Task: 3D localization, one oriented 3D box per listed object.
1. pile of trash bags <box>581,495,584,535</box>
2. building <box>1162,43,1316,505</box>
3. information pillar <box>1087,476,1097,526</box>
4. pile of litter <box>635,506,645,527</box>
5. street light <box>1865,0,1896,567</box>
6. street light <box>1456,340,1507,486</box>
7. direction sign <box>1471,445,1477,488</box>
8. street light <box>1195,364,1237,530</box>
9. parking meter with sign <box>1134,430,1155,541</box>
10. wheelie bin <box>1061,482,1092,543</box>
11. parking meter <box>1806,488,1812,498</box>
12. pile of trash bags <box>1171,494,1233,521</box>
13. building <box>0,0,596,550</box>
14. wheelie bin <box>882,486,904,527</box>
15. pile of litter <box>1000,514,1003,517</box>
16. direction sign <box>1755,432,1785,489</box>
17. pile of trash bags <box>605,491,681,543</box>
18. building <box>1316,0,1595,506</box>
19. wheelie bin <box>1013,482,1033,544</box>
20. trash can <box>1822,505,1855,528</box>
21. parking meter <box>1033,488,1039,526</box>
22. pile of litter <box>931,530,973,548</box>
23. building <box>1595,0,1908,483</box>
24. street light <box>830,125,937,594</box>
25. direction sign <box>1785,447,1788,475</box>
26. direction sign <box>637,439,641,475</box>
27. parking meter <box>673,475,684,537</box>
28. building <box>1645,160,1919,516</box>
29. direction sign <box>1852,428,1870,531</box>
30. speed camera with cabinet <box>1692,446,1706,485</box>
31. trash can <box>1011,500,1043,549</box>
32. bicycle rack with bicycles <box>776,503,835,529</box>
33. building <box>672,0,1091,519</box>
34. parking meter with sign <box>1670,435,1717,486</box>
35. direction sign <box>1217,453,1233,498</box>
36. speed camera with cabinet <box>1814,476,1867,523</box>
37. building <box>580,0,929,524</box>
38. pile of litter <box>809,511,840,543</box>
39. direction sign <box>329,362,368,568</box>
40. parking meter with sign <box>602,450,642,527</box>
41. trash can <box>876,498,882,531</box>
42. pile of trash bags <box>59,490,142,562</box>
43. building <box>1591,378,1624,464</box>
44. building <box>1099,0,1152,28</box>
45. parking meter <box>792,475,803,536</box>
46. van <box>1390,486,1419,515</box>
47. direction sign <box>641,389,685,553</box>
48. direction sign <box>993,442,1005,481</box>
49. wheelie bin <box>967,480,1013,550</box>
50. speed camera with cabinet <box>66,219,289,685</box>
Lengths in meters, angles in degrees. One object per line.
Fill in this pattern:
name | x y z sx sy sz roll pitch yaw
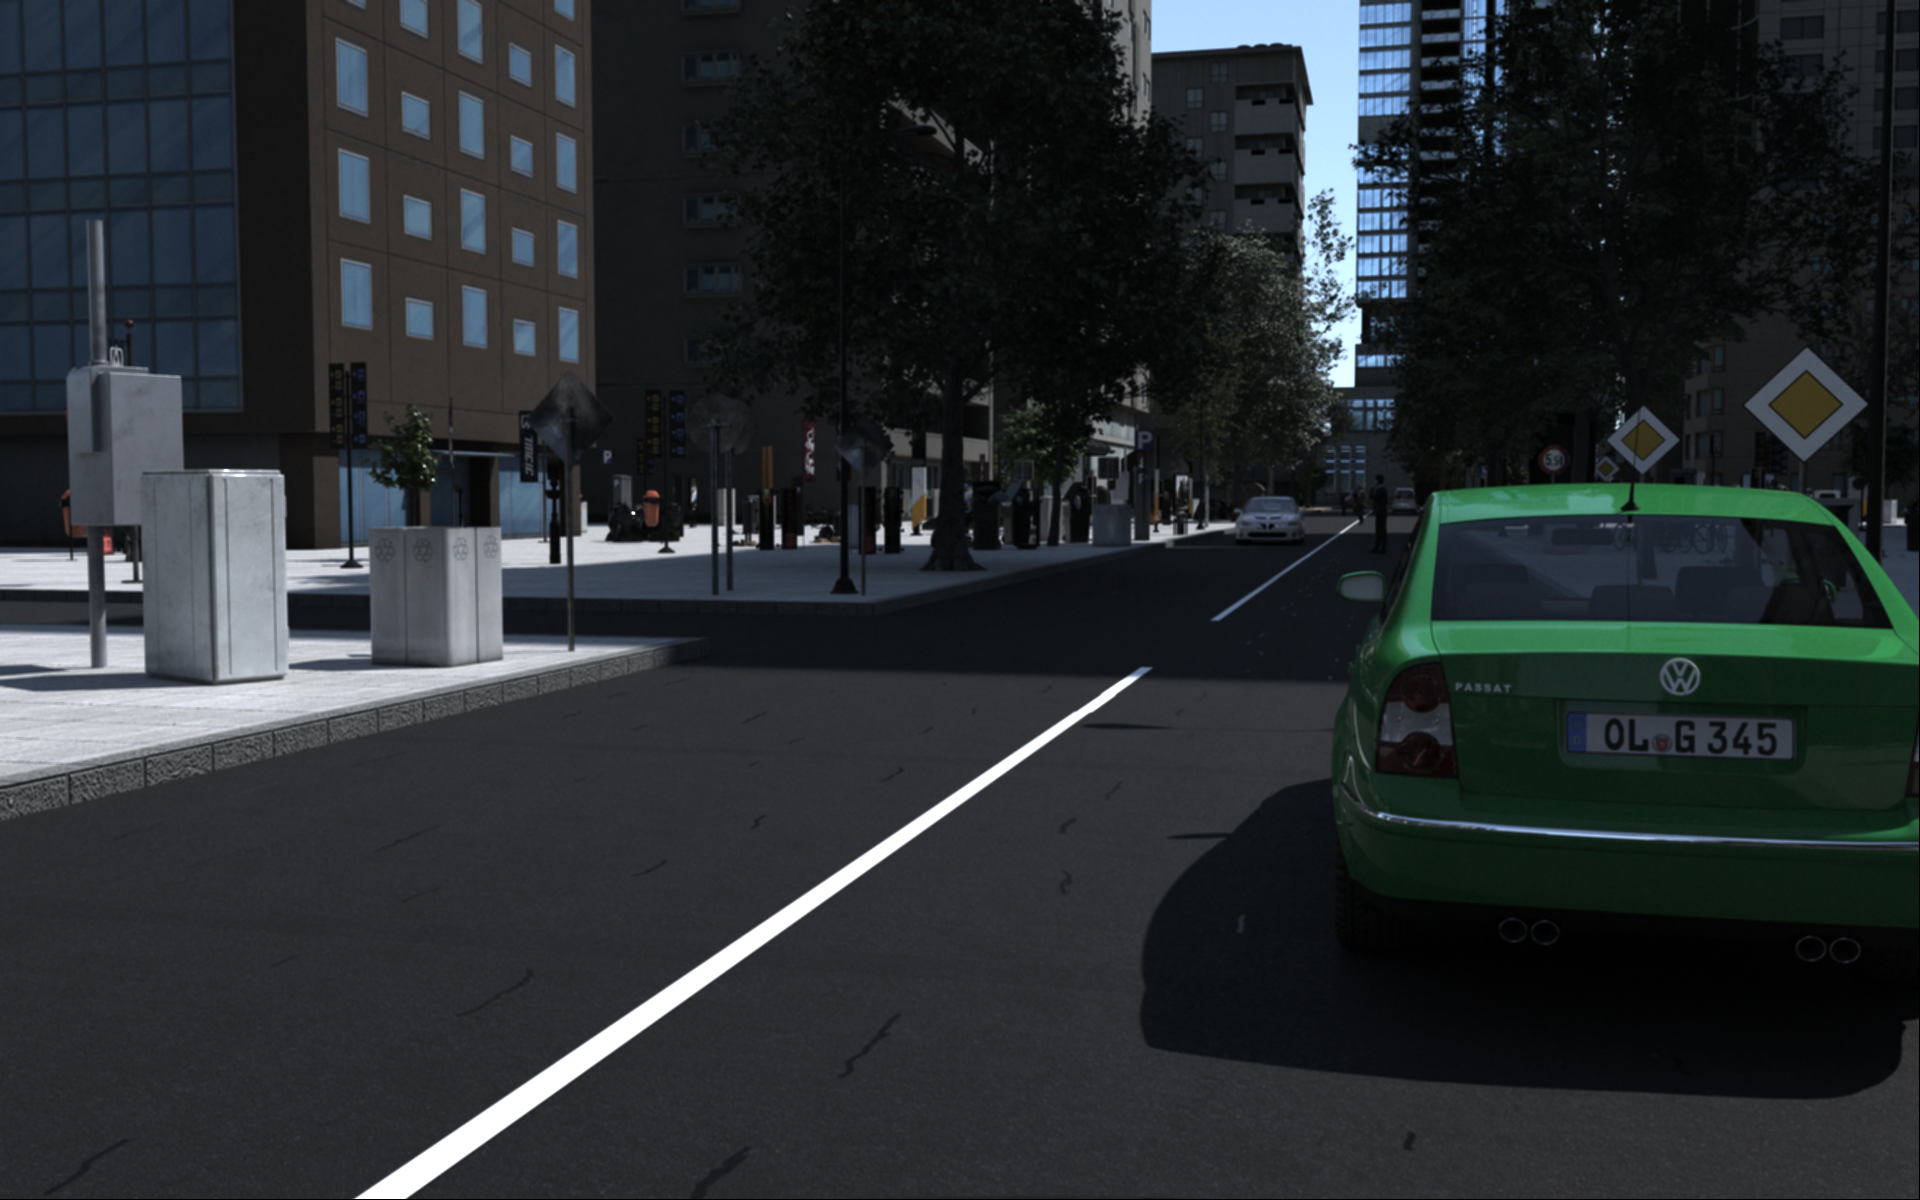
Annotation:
pile of trash bags | -13.233 -2.757 54.833 3.447 1.369 1.912 2 4 33
building | 29.330 -37.734 206.191 27.495 52.752 28.713 1 4 14
information pillar | 5.253 -3.958 69.199 0.304 2.012 0.304 2 4 34
pile of litter | -11.419 -3.032 63.541 1.176 0.858 1.719 1 4 18
street light | 5.691 -2.400 11.788 1.470 5.913 1.316 1 4 14
street light | 15.758 -4.853 51.892 1.470 5.913 1.316 1 4 14
direction sign | 23.626 -5.363 79.682 0.379 3.537 0.876 2 4 32
street light | 9.212 -5.487 62.247 1.470 5.913 1.316 1 4 14
parking meter with sign | 5.072 -3.169 48.066 0.543 3.016 1.738 0 4 3
wheelie bin | 3.080 -2.303 45.563 0.693 1.594 0.980 -1 4 -17
parking meter | 36.952 -4.106 75.544 0.372 1.533 0.369 0 3 0
pile of trash bags | 11.860 -4.540 83.986 3.447 1.369 1.912 -1 4 -9
building | -19.536 -24.245 46.510 14.600 45.320 14.200 1 4 14
wheelie bin | -2.581 -3.648 67.546 0.980 1.594 0.693 -3 5 -44
pile of litter | 2.153 -4.325 84.685 1.719 0.858 1.176 -1 4 -14
direction sign | 29.330 -4.338 62.916 0.876 3.537 0.379 2 4 32
pile of trash bags | -8.412 -2.239 46.363 1.912 1.369 3.447 -1 4 -17
building | 56.735 -53.918 194.238 31.000 86.520 22.319 1 4 14
wheelie bin | 1.464 -2.246 44.638 0.693 1.594 0.980 -2 4 -28
trash can | 11.436 -0.693 22.984 0.748 1.137 0.748 0 3 0
parking meter | 3.168 -3.808 70.669 0.372 1.533 0.369 0 3 0
pile of litter | -0.087 -1.701 41.775 1.176 0.858 1.719 2 4 34
building | 62.373 -42.644 135.473 20.563 71.187 20.611 1 4 14
street light | -0.971 -3.029 22.071 1.470 5.913 1.316 1 4 14
direction sign | 34.329 -4.947 72.877 0.876 3.537 0.379 2 4 33
direction sign | -12.953 -4.850 71.289 0.379 3.537 0.876 2 4 35
parking meter | -8.450 -2.830 51.987 0.255 1.863 0.399 -1 4 -16
building | 60.630 -16.304 111.604 27.650 21.520 28.899 1 4 14
direction sign | 30.975 -4.124 59.428 0.876 3.537 0.379 -1 4 -17
speed camera with cabinet | 29.918 -4.651 70.379 0.660 3.252 2.038 2 4 27
trash can | 1.564 -1.756 40.369 0.748 1.137 0.748 0 3 0
bicycle rack with bicycles | -6.385 -3.429 69.440 2.925 0.926 2.852 0 4 -4
building | -3.919 -29.785 110.683 21.300 48.544 21.600 1 4 14
parking meter with sign | 21.589 -3.392 51.715 1.738 3.016 0.543 2 4 33
direction sign | 13.653 -5.938 89.078 0.876 3.537 0.379 1 4 18
speed camera with cabinet | 38.933 -5.029 76.563 2.038 3.252 0.660 1 4 18
building | -11.105 -28.213 84.988 21.300 48.544 21.600 1 4 14
pile of litter | -3.100 -1.945 45.772 1.719 0.858 1.176 0 4 3
direction sign | -10.571 -2.324 29.989 0.876 3.537 0.379 2 4 28
parking meter with sign | -13.420 -4.449 68.999 0.543 3.016 1.738 2 4 32
trash can | -3.055 -2.932 59.589 0.748 1.137 0.748 0 3 0
pile of trash bags | -15.707 -1.453 33.501 3.447 1.369 1.912 0 4 3
building | 86.951 -53.494 187.294 31.000 86.520 22.319 1 4 14
building | 1.404 -34.117 147.046 27.495 52.752 28.713 1 4 14
parking meter | -5.002 -2.909 53.273 0.399 1.863 0.255 0 4 1
van | 31.211 -7.013 121.668 2.013 2.044 4.112 1 4 14
direction sign | -6.404 -2.794 37.683 0.876 3.537 0.379 -2 4 -25
direction sign | 1.624 -4.927 72.549 0.379 3.537 0.876 2 4 34
wheelie bin | 0.632 -1.948 39.752 0.980 1.594 0.693 0 4 6
speed camera with cabinet | -5.595 -1.100 12.318 2.038 3.252 0.660 3 4 38
